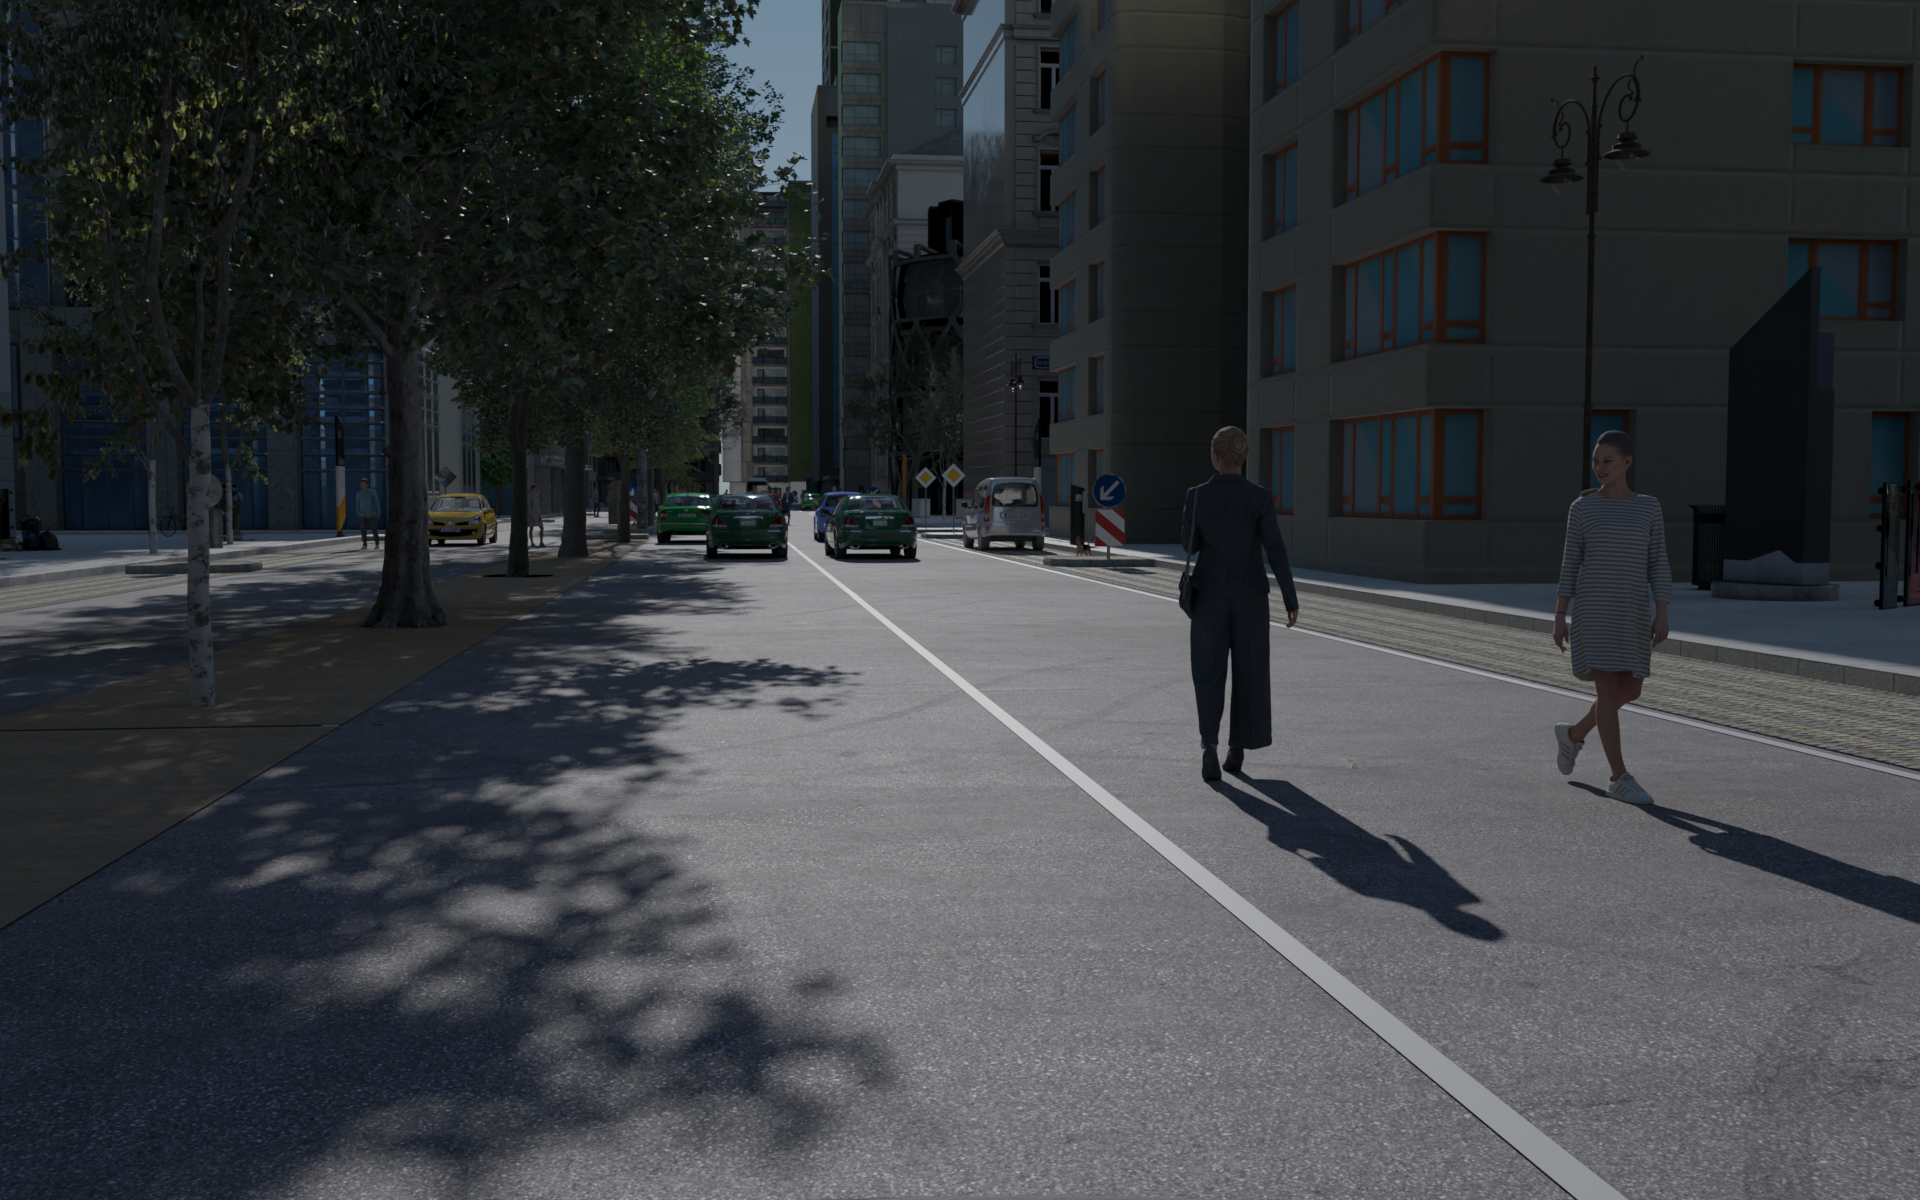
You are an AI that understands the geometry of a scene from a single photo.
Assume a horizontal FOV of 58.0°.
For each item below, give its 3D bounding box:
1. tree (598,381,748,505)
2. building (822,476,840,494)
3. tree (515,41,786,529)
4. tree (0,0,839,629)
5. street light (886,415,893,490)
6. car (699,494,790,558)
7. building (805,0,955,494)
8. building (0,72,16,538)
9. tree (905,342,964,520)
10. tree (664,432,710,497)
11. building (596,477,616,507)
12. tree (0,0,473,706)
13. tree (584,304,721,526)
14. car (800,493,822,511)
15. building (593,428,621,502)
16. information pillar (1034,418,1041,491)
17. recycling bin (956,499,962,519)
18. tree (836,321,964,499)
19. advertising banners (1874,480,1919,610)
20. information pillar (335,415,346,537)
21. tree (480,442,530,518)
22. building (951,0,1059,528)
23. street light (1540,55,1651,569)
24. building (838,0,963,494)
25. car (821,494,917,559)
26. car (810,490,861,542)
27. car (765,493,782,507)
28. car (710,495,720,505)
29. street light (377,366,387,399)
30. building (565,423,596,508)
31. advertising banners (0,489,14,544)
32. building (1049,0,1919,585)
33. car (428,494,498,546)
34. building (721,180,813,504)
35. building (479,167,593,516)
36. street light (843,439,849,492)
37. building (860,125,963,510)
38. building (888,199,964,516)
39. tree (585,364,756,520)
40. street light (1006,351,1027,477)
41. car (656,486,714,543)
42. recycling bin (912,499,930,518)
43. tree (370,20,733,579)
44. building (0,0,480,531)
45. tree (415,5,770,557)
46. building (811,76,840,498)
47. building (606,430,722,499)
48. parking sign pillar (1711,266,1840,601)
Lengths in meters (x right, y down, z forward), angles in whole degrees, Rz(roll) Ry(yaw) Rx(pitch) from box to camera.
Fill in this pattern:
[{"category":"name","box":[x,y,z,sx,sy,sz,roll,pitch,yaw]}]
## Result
[{"category":"tree","box":[-14.606,-9.066,85.104,8.767,10.594,7.601,0,4,-8]},{"category":"building","box":[2.904,-29.195,169.224,32.217,40.220,23.993,0,4,-8]},{"category":"tree","box":[-13.590,-12.762,67.005,12.611,20.169,13.585,0,3,0]},{"category":"tree","box":[-6.015,-6.060,18.551,9.611,12.733,9.660,0,3,0]},{"category":"street light","box":[-4.175,-7.852,101.162,0.468,5.910,1.993,0,4,-8]},{"category":"car","box":[-4.971,-1.732,40.122,2.131,1.459,4.920,-1,4,-9]},{"category":"building","box":[-7.645,-46.847,204.195,20.563,71.187,20.611,0,4,-8]},{"category":"building","box":[-38.818,-30.384,38.781,28.212,58.520,21.231,0,4,-8]},{"category":"tree","box":[-0.784,-8.220,84.754,4.360,8.622,3.978,0,3,0]},{"category":"tree","box":[-18.453,-9.841,113.712,4.737,8.622,4.395,0,3,0]},{"category":"building","box":[-51.677,-29.524,174.599,32.217,40.220,23.993,0,4,-8]},{"category":"tree","box":[-5.159,-3.598,11.654,4.360,8.622,3.978,0,3,0]},{"category":"tree","box":[-13.986,-9.593,77.429,7.486,12.596,7.792,0,3,0]},{"category":"car","box":[-12.523,-8.413,146.345,1.959,1.807,4.718,0,4,-8]},{"category":"building","box":[-53.705,-33.268,198.551,28.867,44.769,22.147,0,4,-8]},{"category":"information pillar","box":[2.393,-3.793,53.373,0.183,3.616,0.504,-1,4,-15]},{"category":"recycling bin","box":[0.187,-4.689,89.215,0.722,1.027,0.722,0,4,8]},{"category":"tree","box":[-2.500,-9.769,94.134,8.767,10.594,7.601,-1,4,-9]},{"category":"advertising banners","box":[10.883,-1.440,19.725,2.074,3.025,0.090,-3,5,-43]},{"category":"information pillar","box":[-18.561,-3.701,51.862,0.183,3.616,0.504,0,4,3]},{"category":"tree","box":[-25.061,-6.733,93.799,4.285,4.588,4.351,0,3,0]},{"category":"building","box":[12.868,-16.788,71.750,25.104,27.353,12.463,0,4,-8]},{"category":"street light","box":[6.852,-2.818,18.860,0.468,5.910,1.993,0,4,-8]},{"category":"building","box":[-3.478,-28.435,148.505,14.154,41.232,14.086,0,4,-8]},{"category":"car","box":[-2.096,-1.722,39.953,2.131,1.459,4.920,-1,4,-9]},{"category":"car","box":[-3.646,-2.693,53.622,1.945,1.707,3.694,0,4,-7]},{"category":"car","box":[-14.256,-7.382,129.743,2.155,1.783,4.494,0,4,-8]},{"category":"car","box":[-24.176,-9.723,171.336,2.083,1.381,4.827,0,4,-7]},{"category":"street light","box":[-20.459,-5.456,61.986,0.468,5.910,1.993,0,4,-8]},{"category":"building","box":[-46.625,-18.601,149.165,27.650,21.520,28.899,0,4,-8]},{"category":"advertising banners","box":[-23.434,-2.751,41.163,2.074,3.025,0.090,1,4,13]},{"category":"building","box":[18.361,-11.926,40.027,27.650,21.520,28.899,0,4,-8]},{"category":"car","box":[-14.217,-2.387,49.247,2.015,1.641,3.980,-1,4,-8]},{"category":"building","box":[-24.398,-33.276,227.663,14.086,41.232,14.154,0,4,-8]},{"category":"building","box":[-36.806,-30.133,112.275,23.786,49.044,30.456,0,4,-8]},{"category":"street light","box":[-9.186,-10.136,138.515,0.468,5.910,1.993,0,4,-8]},{"category":"building","box":[0.425,-20.840,128.129,14.401,28.519,23.554,0,4,-8]},{"category":"building","box":[3.882,-14.685,107.554,16.820,18.784,16.811,0,4,-8]},{"category":"tree","box":[-16.280,-11.128,94.766,12.009,13.543,11.850,0,3,0]},{"category":"street light","box":[1.806,-5.091,56.029,0.468,5.910,1.993,0,4,-8]},{"category":"car","box":[-8.154,-2.654,52.192,1.959,1.807,4.718,0,4,-7]},{"category":"recycling bin","box":[-2.096,-4.926,93.100,0.722,1.027,0.722,-3,5,-41]},{"category":"tree","box":[-7.467,-6.184,29.314,9.928,11.665,9.643,0,3,0]},{"category":"building","box":[-32.443,-46.486,72.713,22.319,86.520,31.000,0,4,-8]},{"category":"tree","box":[-8.830,-7.952,39.123,9.857,13.997,8.962,0,3,0]},{"category":"building","box":[-8.769,-32.856,187.306,14.600,45.320,14.200,0,4,-8]},{"category":"building","box":[-42.633,-37.031,229.163,21.600,48.544,21.300,0,4,-8]},{"category":"parking sign pillar","box":[10.062,-2.007,21.279,1.447,3.967,1.447,-1,4,-18]}]
